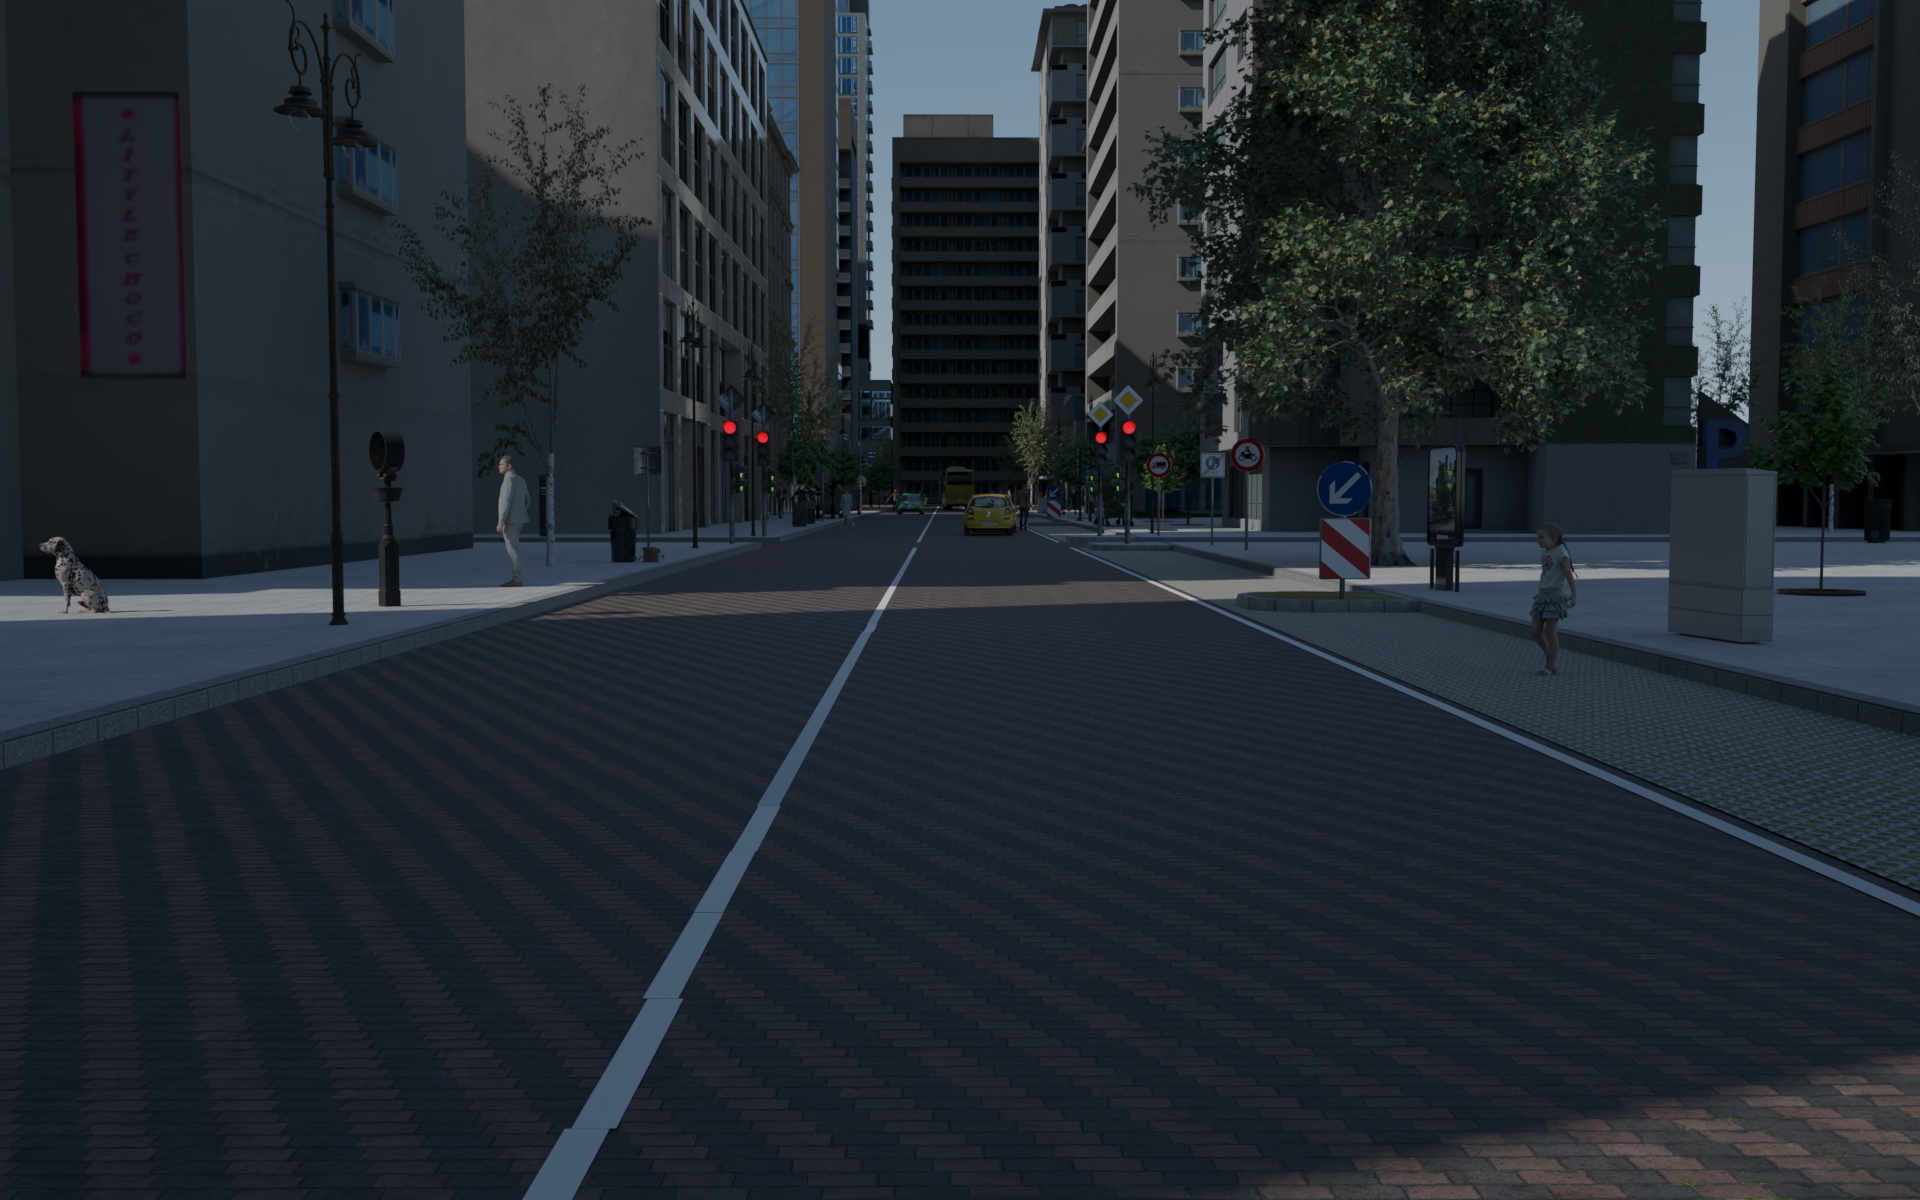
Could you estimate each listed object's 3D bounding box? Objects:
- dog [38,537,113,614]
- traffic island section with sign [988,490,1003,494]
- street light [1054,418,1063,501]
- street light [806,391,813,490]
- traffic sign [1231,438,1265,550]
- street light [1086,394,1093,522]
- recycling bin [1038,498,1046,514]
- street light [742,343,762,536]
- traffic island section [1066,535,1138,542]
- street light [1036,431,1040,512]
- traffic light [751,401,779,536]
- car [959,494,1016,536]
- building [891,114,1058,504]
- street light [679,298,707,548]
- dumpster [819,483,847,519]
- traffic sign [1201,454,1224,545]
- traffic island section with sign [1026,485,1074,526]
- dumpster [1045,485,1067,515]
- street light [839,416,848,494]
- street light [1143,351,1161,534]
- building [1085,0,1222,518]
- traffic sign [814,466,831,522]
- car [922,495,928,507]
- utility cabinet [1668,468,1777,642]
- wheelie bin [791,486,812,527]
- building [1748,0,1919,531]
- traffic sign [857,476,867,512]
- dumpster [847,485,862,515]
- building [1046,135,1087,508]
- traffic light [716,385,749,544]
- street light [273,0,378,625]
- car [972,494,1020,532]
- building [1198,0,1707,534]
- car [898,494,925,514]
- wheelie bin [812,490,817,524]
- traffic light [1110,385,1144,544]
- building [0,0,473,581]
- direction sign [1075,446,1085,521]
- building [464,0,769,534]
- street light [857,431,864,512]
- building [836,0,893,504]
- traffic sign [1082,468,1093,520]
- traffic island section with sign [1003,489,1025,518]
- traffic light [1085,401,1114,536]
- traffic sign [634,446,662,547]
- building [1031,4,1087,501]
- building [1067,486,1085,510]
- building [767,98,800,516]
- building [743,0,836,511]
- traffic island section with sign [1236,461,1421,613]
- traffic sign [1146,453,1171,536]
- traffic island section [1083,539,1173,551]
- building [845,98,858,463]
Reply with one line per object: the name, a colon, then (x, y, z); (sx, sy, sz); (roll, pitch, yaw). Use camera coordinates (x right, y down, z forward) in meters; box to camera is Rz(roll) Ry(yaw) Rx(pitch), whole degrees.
dog: (-9.397, -0.260, 18.630); (0.800, 0.831, 0.513); (1, 4, 21)
traffic island section with sign: (3.425, -8.922, 154.509); (1.989, 1.847, 2.006); (0, 4, 0)
street light: (5.907, -8.009, 103.741); (0.468, 5.910, 1.993); (0, 4, 0)
street light: (-6.663, -6.361, 76.785); (0.468, 5.910, 1.993); (0, 4, 0)
traffic sign: (6.544, -2.410, 39.504); (0.768, 2.556, 0.104); (0, 4, 3)
street light: (6.052, -6.566, 80.136); (0.468, 5.910, 1.993); (0, 4, 0)
recycling bin: (5.482, -6.179, 113.584); (0.722, 1.027, 0.722); (0, 4, 3)
street light: (-6.346, -4.905, 52.978); (0.468, 5.910, 1.993); (0, 4, 0)
traffic island section: (4.276, -1.862, 52.722); (2.009, 0.180, 2.903); (0, 4, 0)
street light: (5.748, -9.453, 127.345); (0.468, 5.910, 1.993); (0, 4, 0)
traffic light: (-5.925, -3.889, 52.508); (0.839, 4.253, 0.868); (0, 4, 0)
car: (0.985, -3.112, 61.107); (2.015, 1.641, 3.980); (0, 4, 0)
building: (2.074, -36.740, 224.399); (21.600, 48.544, 21.300); (0, 4, 0)
street light: (-6.291, -4.171, 40.987); (0.468, 5.910, 1.993); (0, 4, 0)
dumpster: (-6.713, -5.163, 90.178); (1.264, 1.857, 1.865); (0, 4, -1)
traffic sign: (6.319, -2.524, 43.398); (0.606, 2.300, 0.079); (0, 4, 3)
traffic island section with sign: (4.068, -4.234, 77.849); (1.989, 1.847, 2.006); (0, 4, 0)
dumpster: (5.919, -6.152, 106.337); (1.264, 1.857, 1.865); (0, 4, 0)
street light: (-6.802, -7.828, 100.778); (0.468, 5.910, 1.993); (0, 4, 0)
street light: (6.253, -5.101, 56.189); (0.468, 5.910, 1.993); (0, 4, 0)
building: (19.093, -29.361, 103.748); (21.300, 48.544, 21.600); (0, 4, 0)
traffic sign: (-6.309, -4.861, 79.591); (0.768, 2.556, 0.104); (0, 4, 4)
car: (-4.617, -11.098, 193.815); (2.083, 1.381, 4.827); (0, 4, 0)
utility cabinet: (6.732, -0.405, 15.309); (0.318, 1.500, 1.173); (0, 4, -7)
wheelie bin: (-6.279, -3.675, 67.989); (0.693, 1.594, 0.980); (0, 4, -2)
building: (45.871, -25.190, 66.485); (28.867, 44.769, 22.147); (0, 4, 0)
traffic sign: (-6.933, -7.428, 121.550); (0.768, 2.556, 0.104); (0, 4, 2)
dumpster: (-6.735, -6.174, 106.703); (1.264, 1.857, 1.865); (0, 4, 0)
building: (24.513, -28.704, 161.184); (32.217, 40.220, 23.993); (0, 4, 0)
traffic light: (-5.859, -3.401, 44.523); (0.839, 4.253, 0.868); (0, 4, 0)
street light: (-6.100, -2.693, 16.826); (0.468, 5.910, 1.993); (0, 4, 0)
car: (1.291, -3.413, 66.023); (2.015, 1.641, 3.980); (0, 4, 1)
building: (16.431, -17.702, 61.128); (14.107, 30.474, 14.160); (0, 4, 0)
car: (-3.462, -6.982, 122.952); (1.959, 1.807, 4.718); (0, 4, 1)
wheelie bin: (-6.519, -4.056, 74.223); (0.693, 1.594, 0.980); (-1, 4, -22)
traffic light: (4.302, -3.407, 44.623); (0.839, 4.253, 0.868); (0, 4, 0)
building: (-21.950, -24.781, 28.870); (21.600, 48.544, 21.300); (0, 4, 0)
direction sign: (5.710, -5.542, 82.609); (0.379, 3.537, 0.876); (2, 4, 33)
building: (-19.286, -16.327, 71.456); (19.350, 26.468, 34.151); (0, 4, 0)
street light: (-7.121, -9.272, 124.381); (0.468, 5.910, 1.993); (0, 4, 0)
building: (-24.224, -55.671, 222.884); (31.000, 86.520, 22.319); (0, 4, 0)
traffic sign: (6.301, -5.170, 84.636); (0.768, 2.556, 0.104); (1, 4, 8)
traffic island section with sign: (3.830, -5.933, 105.633); (1.989, 1.847, 2.006); (0, 4, 0)
traffic light: (4.236, -3.895, 52.608); (0.839, 4.253, 0.868); (0, 4, 0)
traffic sign: (-6.640, -2.124, 36.855); (0.606, 2.300, 0.079); (0, 4, 6)
building: (22.595, -36.534, 186.568); (28.713, 52.752, 27.495); (0, 4, 0)
building: (19.573, -42.794, 137.937); (20.563, 71.187, 20.611); (0, 4, 0)
building: (-16.595, -18.611, 101.549); (12.463, 27.353, 25.104); (0, 4, 0)
building: (-16.970, -29.657, 134.995); (14.600, 45.320, 14.200); (0, 4, 0)
traffic island section with sign: (4.539, -0.801, 21.732); (1.989, 1.847, 2.006); (0, 4, 0)
traffic sign: (6.114, -3.253, 53.293); (0.768, 2.556, 0.104); (0, 4, 7)
traffic island section: (4.342, -1.373, 44.738); (2.009, 0.180, 2.903); (0, 4, 0)
building: (-18.842, -33.189, 192.752); (14.200, 45.320, 14.600); (0, 4, 0)
